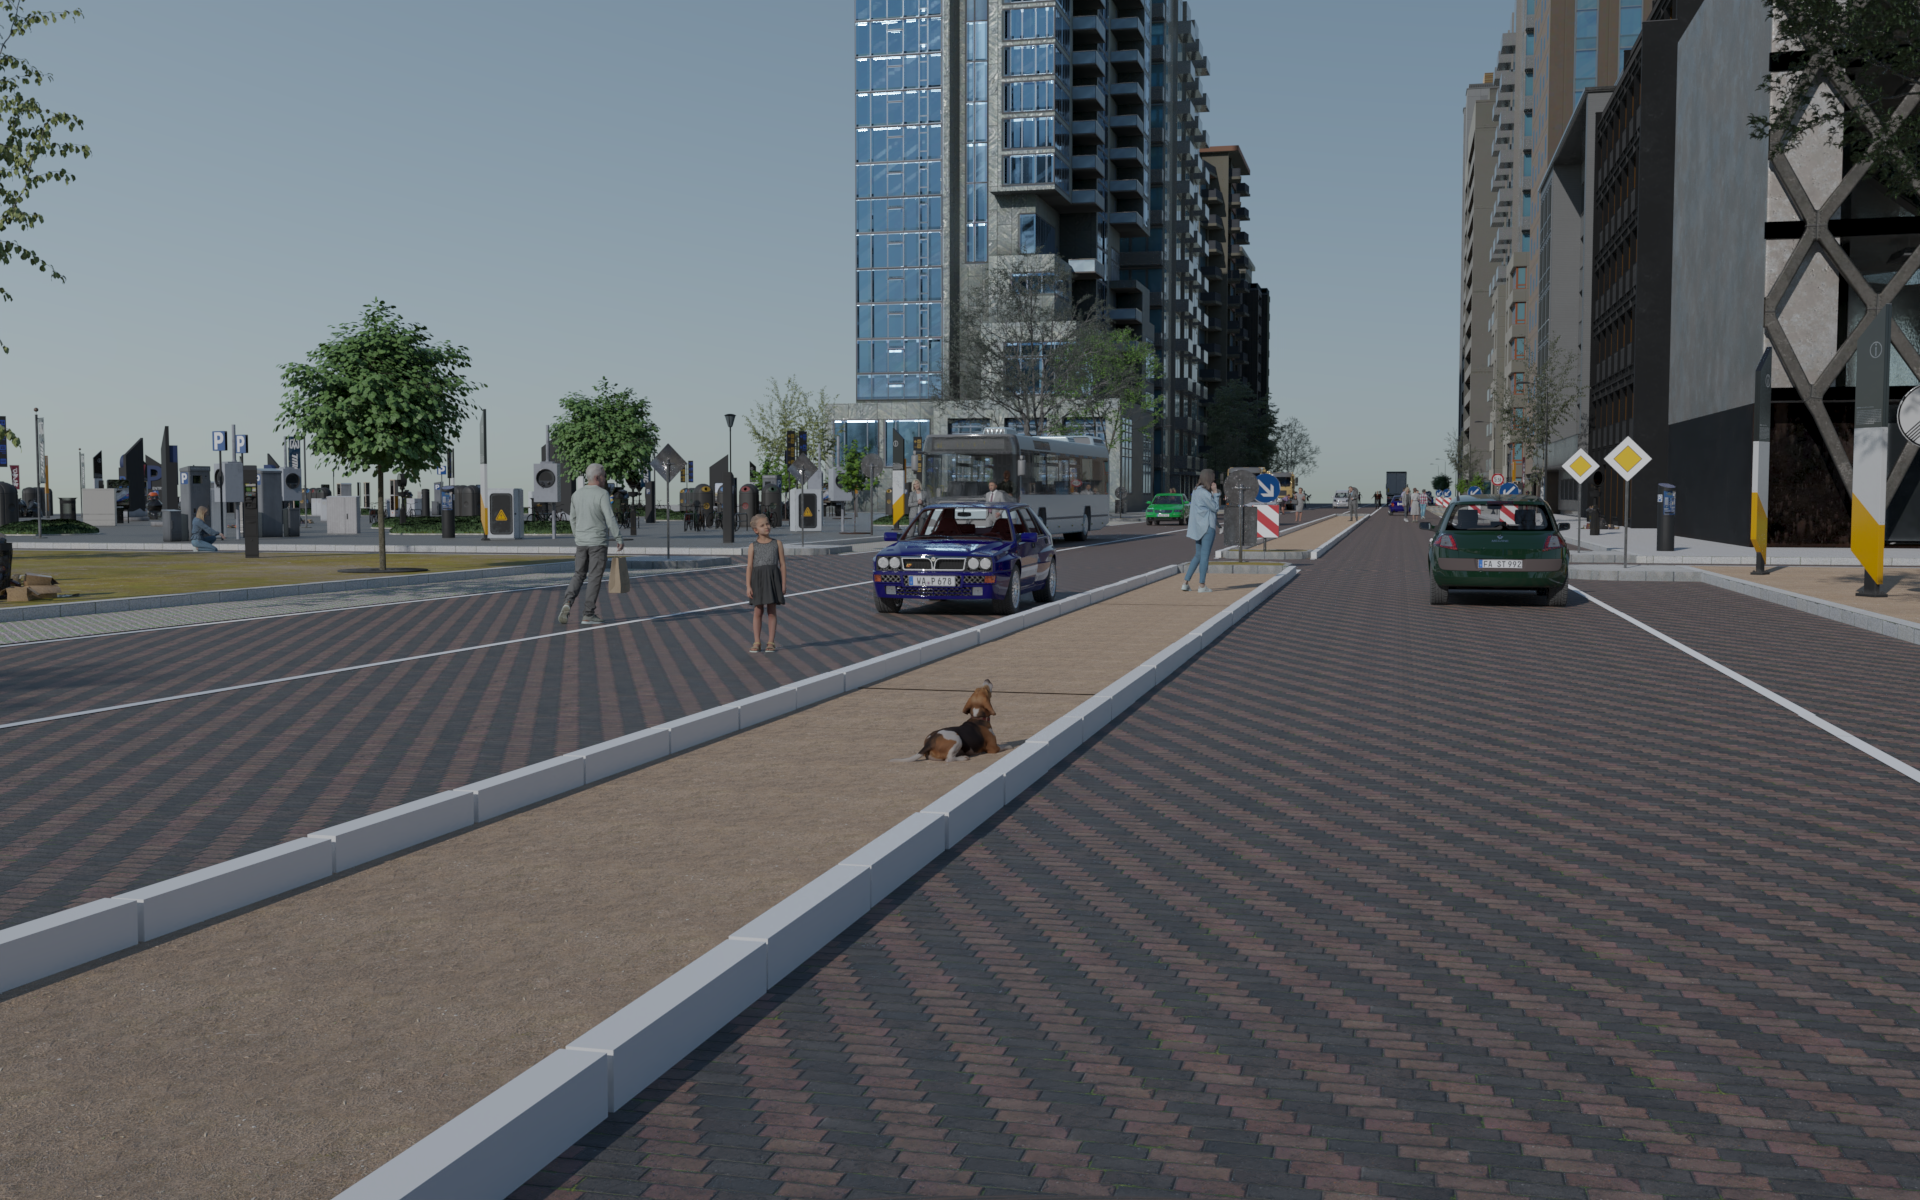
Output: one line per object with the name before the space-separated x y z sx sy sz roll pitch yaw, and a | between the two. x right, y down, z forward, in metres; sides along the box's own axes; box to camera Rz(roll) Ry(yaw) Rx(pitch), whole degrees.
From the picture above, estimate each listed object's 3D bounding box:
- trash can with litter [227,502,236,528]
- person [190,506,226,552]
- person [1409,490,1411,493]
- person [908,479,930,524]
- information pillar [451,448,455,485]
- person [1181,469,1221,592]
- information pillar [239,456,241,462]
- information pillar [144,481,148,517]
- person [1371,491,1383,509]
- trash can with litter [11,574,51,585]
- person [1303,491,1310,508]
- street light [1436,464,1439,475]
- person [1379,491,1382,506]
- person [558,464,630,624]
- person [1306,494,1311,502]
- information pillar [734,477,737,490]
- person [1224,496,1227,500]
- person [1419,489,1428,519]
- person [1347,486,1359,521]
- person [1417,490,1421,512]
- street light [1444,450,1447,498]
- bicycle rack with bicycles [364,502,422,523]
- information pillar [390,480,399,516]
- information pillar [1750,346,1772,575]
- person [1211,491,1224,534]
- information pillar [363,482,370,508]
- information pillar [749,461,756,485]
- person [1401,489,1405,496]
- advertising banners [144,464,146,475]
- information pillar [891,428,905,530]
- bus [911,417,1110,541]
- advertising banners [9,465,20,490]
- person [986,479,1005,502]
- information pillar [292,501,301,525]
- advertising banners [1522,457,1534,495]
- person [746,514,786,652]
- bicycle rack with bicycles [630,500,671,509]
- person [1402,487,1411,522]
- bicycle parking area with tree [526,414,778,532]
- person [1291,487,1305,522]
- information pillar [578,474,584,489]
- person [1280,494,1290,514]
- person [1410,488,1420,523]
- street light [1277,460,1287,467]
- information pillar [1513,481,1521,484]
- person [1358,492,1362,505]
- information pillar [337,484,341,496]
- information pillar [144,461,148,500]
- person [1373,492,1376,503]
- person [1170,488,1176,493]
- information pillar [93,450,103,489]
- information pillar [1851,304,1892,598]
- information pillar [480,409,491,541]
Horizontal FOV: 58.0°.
trash can with litter | -27.363 -3.365 66.073 1.678 1.210 2.233 -1 4 -14
person | -17.620 -1.622 40.521 0.738 1.151 1.012 -2 4 -26
person | 45.266 -10.140 174.295 1.348 1.824 0.705 3 5 44
person | -0.993 -2.046 42.135 0.537 1.800 0.526 0 4 -3
information pillar | -25.952 -5.948 88.608 0.183 3.616 0.504 -2 4 -31
person | 3.493 -1.001 25.138 0.793 1.790 0.793 3 5 41
information pillar | -44.224 -7.051 106.633 0.183 3.616 0.504 -3 4 -37
information pillar | -46.492 -5.756 98.597 0.304 2.012 0.304 2 4 26
person | 39.442 -9.442 163.700 1.217 1.723 0.721 2 4 31
trash can with litter | -14.022 -0.813 24.354 2.233 1.210 1.678 -1 4 -11
person | 36.341 -10.663 182.925 1.350 1.814 0.705 0 4 7
street light | 62.909 -15.542 226.657 1.470 5.913 1.316 1 4 14
person | 49.926 -12.085 206.019 0.705 1.831 1.348 -1 4 -15
person | -3.999 -0.614 19.022 0.782 1.767 0.515 2 4 29
person | 49.178 -14.208 243.987 0.799 1.438 0.628 1 4 12
information pillar | -9.987 -4.380 76.101 0.304 2.012 0.304 1 4 22
person | 22.520 -8.199 145.743 0.628 1.438 0.799 1 4 15
person | 26.846 -5.571 100.417 0.563 1.720 0.643 3 5 45
person | 20.562 -5.038 90.673 0.655 1.846 0.447 3 5 41
person | 37.569 -8.119 141.688 0.683 1.767 0.568 -1 4 -10
street light | 52.185 -12.946 184.203 1.470 5.913 1.316 1 4 14
bicycle rack with bicycles | -25.068 -3.855 76.413 2.852 0.926 2.925 0 4 -1
information pillar | -28.680 -5.096 87.812 0.304 2.012 0.304 2 4 24
information pillar | 12.668 -2.203 27.377 0.183 3.616 0.504 3 5 44
person | 9.062 -3.293 62.180 0.795 1.843 0.661 -2 4 -25
information pillar | -36.910 -6.317 107.780 0.304 2.012 0.304 -3 5 -42
information pillar | -14.539 -7.960 121.501 0.504 3.616 0.183 -1 4 -22
person | 34.457 -7.717 134.537 0.709 1.838 0.599 -1 4 -15
advertising banners | -49.018 -6.474 102.042 2.074 3.025 0.090 0 4 -5
information pillar | -2.173 -4.265 61.088 0.504 3.616 0.183 2 4 35
bus | 1.773 -3.361 49.813 2.948 3.499 13.247 1 4 16
advertising banners | -56.061 -6.617 104.368 2.074 3.025 0.090 -2 4 -26
person | 0.849 -2.047 42.248 0.678 1.792 0.850 2 4 34
information pillar | -26.631 -3.964 69.302 0.304 2.012 0.304 2 4 30
advertising banners | 26.551 -5.189 81.034 0.090 3.025 2.074 0 4 5
person | -1.760 -0.158 15.752 0.362 1.253 0.373 0 4 -2
bicycle rack with bicycles | -19.362 -5.728 107.039 2.852 0.926 2.925 3 5 44
person | 23.318 -4.980 90.108 0.709 1.800 0.728 0 4 -8
bicycle parking area with tree | -10.842 -4.595 62.126 8.231 4.147 9.016 1 4 19
person | 17.469 -4.934 89.528 0.716 1.782 0.532 1 4 15
information pillar | -17.711 -5.483 81.007 0.183 3.616 0.504 -3 5 -41
person | 22.787 -6.706 121.376 0.697 1.427 0.421 0 4 6
person | 22.905 -4.782 87.262 0.480 1.755 0.524 -1 4 -11
street light | 43.654 -16.066 235.214 1.470 5.913 1.316 1 4 14
information pillar | 31.116 -5.648 96.838 0.304 2.012 0.304 -3 4 -39
person | 54.220 -13.831 235.319 0.721 1.739 1.217 -2 4 -35
information pillar | -43.301 -7.121 120.920 0.304 2.012 0.304 0 4 4
information pillar | -53.603 -7.492 113.850 0.183 3.616 0.504 1 4 14
person | 63.721 -15.711 265.396 0.705 1.821 1.348 -2 4 -28
person | 13.447 -6.170 109.348 0.573 1.828 0.580 2 4 29
information pillar | -45.913 -6.174 92.298 0.183 3.616 0.504 2 4 33
information pillar | 11.366 -1.850 21.603 0.183 3.616 0.504 -1 4 -13
information pillar | -13.148 -3.455 47.836 0.183 3.616 0.504 -2 4 -28
